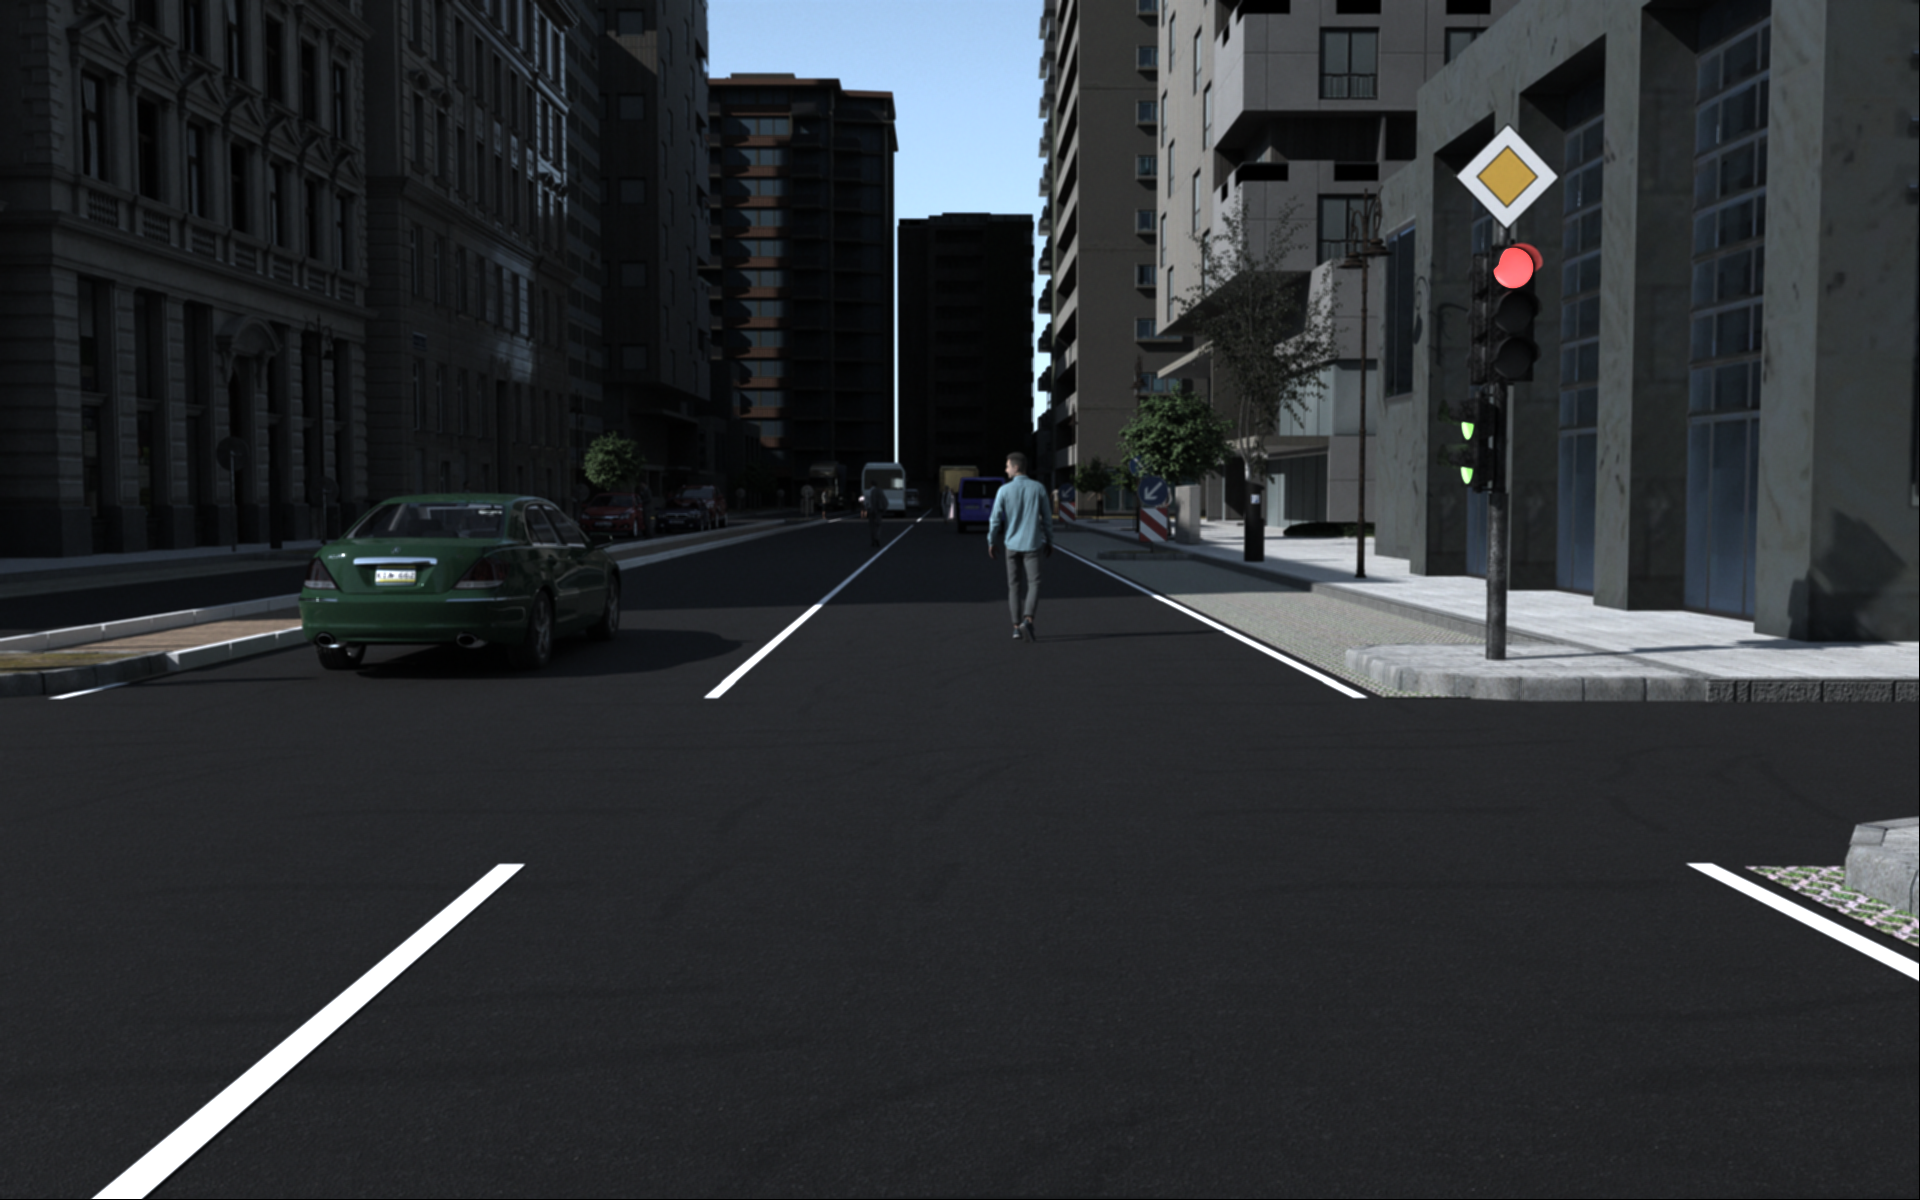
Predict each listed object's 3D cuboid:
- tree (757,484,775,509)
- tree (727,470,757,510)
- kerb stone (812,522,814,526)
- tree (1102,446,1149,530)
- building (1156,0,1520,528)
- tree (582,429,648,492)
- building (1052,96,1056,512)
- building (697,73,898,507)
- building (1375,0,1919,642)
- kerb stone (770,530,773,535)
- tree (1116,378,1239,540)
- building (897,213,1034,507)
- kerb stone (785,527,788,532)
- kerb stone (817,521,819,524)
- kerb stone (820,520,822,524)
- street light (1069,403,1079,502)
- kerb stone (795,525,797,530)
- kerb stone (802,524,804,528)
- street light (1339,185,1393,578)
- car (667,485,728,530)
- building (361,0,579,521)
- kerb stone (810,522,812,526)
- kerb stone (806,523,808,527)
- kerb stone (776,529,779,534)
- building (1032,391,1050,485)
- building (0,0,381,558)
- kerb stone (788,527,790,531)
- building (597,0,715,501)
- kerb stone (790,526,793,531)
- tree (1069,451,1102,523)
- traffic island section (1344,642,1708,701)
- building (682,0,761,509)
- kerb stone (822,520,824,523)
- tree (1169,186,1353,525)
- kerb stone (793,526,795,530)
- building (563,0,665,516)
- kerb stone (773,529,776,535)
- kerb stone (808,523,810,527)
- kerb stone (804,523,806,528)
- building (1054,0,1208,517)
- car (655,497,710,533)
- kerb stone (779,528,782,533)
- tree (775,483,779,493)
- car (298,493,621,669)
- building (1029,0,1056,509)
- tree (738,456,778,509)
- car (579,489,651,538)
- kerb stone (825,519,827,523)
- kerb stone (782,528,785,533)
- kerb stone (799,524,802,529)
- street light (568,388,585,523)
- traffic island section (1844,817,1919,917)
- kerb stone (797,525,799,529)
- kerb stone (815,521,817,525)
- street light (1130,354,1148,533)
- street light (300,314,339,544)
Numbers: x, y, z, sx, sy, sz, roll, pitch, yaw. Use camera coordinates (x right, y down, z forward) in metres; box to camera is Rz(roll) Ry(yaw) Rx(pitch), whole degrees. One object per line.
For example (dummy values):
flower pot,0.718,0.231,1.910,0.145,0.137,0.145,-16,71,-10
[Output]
tree,-17.618,-9.587,151.346,1.663,3.219,1.824,0,3,0
tree,-17.803,-8.906,140.207,1.663,3.219,1.824,0,3,0
kerb stone,-6.724,-3.352,76.996,0.120,0.150,1.000,0,4,0
tree,6.066,-4.101,61.645,1.663,3.219,1.824,0,3,0
building,22.624,-29.215,66.901,28.713,52.752,27.495,0,4,0
tree,-17.380,-6.332,87.249,4.285,4.588,4.351,0,3,0
building,13.613,-21.679,126.145,14.160,30.474,14.107,0,4,0
building,-21.154,-32.336,183.319,28.867,44.769,22.147,0,4,0
building,22.780,-43.483,23.613,31.000,86.520,22.319,0,4,0
kerb stone,-6.627,-2.284,59.559,0.120,0.150,1.000,0,4,0
tree,6.113,-3.993,48.999,4.285,4.588,4.351,0,3,0
building,0.500,-25.015,180.688,14.107,30.474,14.160,0,4,0
kerb stone,-6.634,-2.598,64.675,0.120,0.150,1.000,0,4,0
kerb stone,-6.742,-3.540,80.073,0.120,0.150,1.000,0,4,0
kerb stone,-6.754,-3.665,82.117,0.120,0.150,1.000,0,4,0
street light,5.756,-7.050,88.052,0.468,5.910,1.993,0,4,0
kerb stone,-6.681,-2.847,68.783,0.120,0.150,1.000,0,4,0
kerb stone,-6.682,-3.038,71.863,0.120,0.150,1.000,0,4,0
street light,6.133,-3.275,26.337,0.468,5.910,1.993,0,4,0
car,-10.826,-3.842,71.492,2.281,1.827,5.304,0,4,-1
building,-23.198,-16.428,65.867,12.463,27.353,25.104,0,4,0
kerb stone,-6.718,-3.289,75.974,0.120,0.150,1.000,0,4,0
kerb stone,-6.703,-3.164,73.923,0.120,0.150,1.000,0,4,0
kerb stone,-6.634,-2.409,61.605,0.120,0.150,1.000,0,4,0
building,23.165,-53.155,181.748,31.000,86.520,22.319,0,4,0
building,-22.838,-13.110,43.221,11.050,23.489,19.941,0,4,0
kerb stone,-6.652,-2.660,65.701,0.120,0.150,1.000,0,4,0
building,-33.165,-32.808,125.644,28.713,52.752,27.495,0,4,0
kerb stone,-6.656,-2.721,66.738,0.120,0.150,1.000,0,4,0
tree,6.139,-5.134,78.542,1.663,3.219,1.824,0,3,0
traffic island section,4.178,0.541,13.439,2.009,0.180,2.903,0,4,0
building,-34.372,-51.252,150.649,31.000,86.520,22.319,0,4,0
kerb stone,-6.757,-3.727,83.139,0.120,0.150,1.000,0,4,0
tree,7.309,-5.627,42.370,4.360,8.622,3.978,0,3,0
kerb stone,-6.670,-2.787,67.760,0.120,0.150,1.000,0,4,0
building,-34.320,-24.981,100.324,32.217,40.220,23.993,0,4,0
kerb stone,-6.622,-2.343,60.582,0.120,0.150,1.000,0,4,0
kerb stone,-6.706,-3.227,74.949,0.120,0.150,1.000,0,4,0
kerb stone,-6.692,-3.097,72.888,0.120,0.150,1.000,0,4,0
building,17.195,-29.564,107.065,21.300,48.544,21.600,0,4,0
car,-10.318,-3.176,64.503,1.945,1.354,3.894,0,4,-2
kerb stone,-6.637,-2.471,62.630,0.120,0.150,1.000,0,4,0
tree,-17.127,-9.926,156.898,1.663,3.219,1.824,0,3,0
car,-4.310,-0.232,15.592,2.131,1.459,4.920,0,4,0
building,18.174,-32.308,147.846,23.786,49.044,30.456,0,4,0
tree,-17.090,-9.963,146.605,4.285,4.588,4.351,0,3,0
car,-11.501,-2.986,57.868,2.155,1.783,4.494,0,4,-1
kerb stone,-6.772,-3.849,85.207,0.120,0.150,1.000,0,4,0
kerb stone,-6.646,-2.536,63.652,0.120,0.150,1.000,0,4,0
kerb stone,-6.685,-2.972,70.840,0.120,0.150,1.000,0,4,0
street light,-16.722,-6.297,75.748,0.468,5.910,1.993,0,4,0
traffic island section,4.227,1.029,5.454,2.009,0.180,2.903,0,4,0
kerb stone,-6.683,-2.912,69.805,0.120,0.150,1.000,0,4,0
kerb stone,-6.732,-3.477,79.051,0.120,0.150,1.000,0,4,0
street light,5.886,-5.163,57.204,0.468,5.910,1.993,0,4,0
street light,-16.485,-4.398,44.695,0.468,5.910,1.993,0,4,0
